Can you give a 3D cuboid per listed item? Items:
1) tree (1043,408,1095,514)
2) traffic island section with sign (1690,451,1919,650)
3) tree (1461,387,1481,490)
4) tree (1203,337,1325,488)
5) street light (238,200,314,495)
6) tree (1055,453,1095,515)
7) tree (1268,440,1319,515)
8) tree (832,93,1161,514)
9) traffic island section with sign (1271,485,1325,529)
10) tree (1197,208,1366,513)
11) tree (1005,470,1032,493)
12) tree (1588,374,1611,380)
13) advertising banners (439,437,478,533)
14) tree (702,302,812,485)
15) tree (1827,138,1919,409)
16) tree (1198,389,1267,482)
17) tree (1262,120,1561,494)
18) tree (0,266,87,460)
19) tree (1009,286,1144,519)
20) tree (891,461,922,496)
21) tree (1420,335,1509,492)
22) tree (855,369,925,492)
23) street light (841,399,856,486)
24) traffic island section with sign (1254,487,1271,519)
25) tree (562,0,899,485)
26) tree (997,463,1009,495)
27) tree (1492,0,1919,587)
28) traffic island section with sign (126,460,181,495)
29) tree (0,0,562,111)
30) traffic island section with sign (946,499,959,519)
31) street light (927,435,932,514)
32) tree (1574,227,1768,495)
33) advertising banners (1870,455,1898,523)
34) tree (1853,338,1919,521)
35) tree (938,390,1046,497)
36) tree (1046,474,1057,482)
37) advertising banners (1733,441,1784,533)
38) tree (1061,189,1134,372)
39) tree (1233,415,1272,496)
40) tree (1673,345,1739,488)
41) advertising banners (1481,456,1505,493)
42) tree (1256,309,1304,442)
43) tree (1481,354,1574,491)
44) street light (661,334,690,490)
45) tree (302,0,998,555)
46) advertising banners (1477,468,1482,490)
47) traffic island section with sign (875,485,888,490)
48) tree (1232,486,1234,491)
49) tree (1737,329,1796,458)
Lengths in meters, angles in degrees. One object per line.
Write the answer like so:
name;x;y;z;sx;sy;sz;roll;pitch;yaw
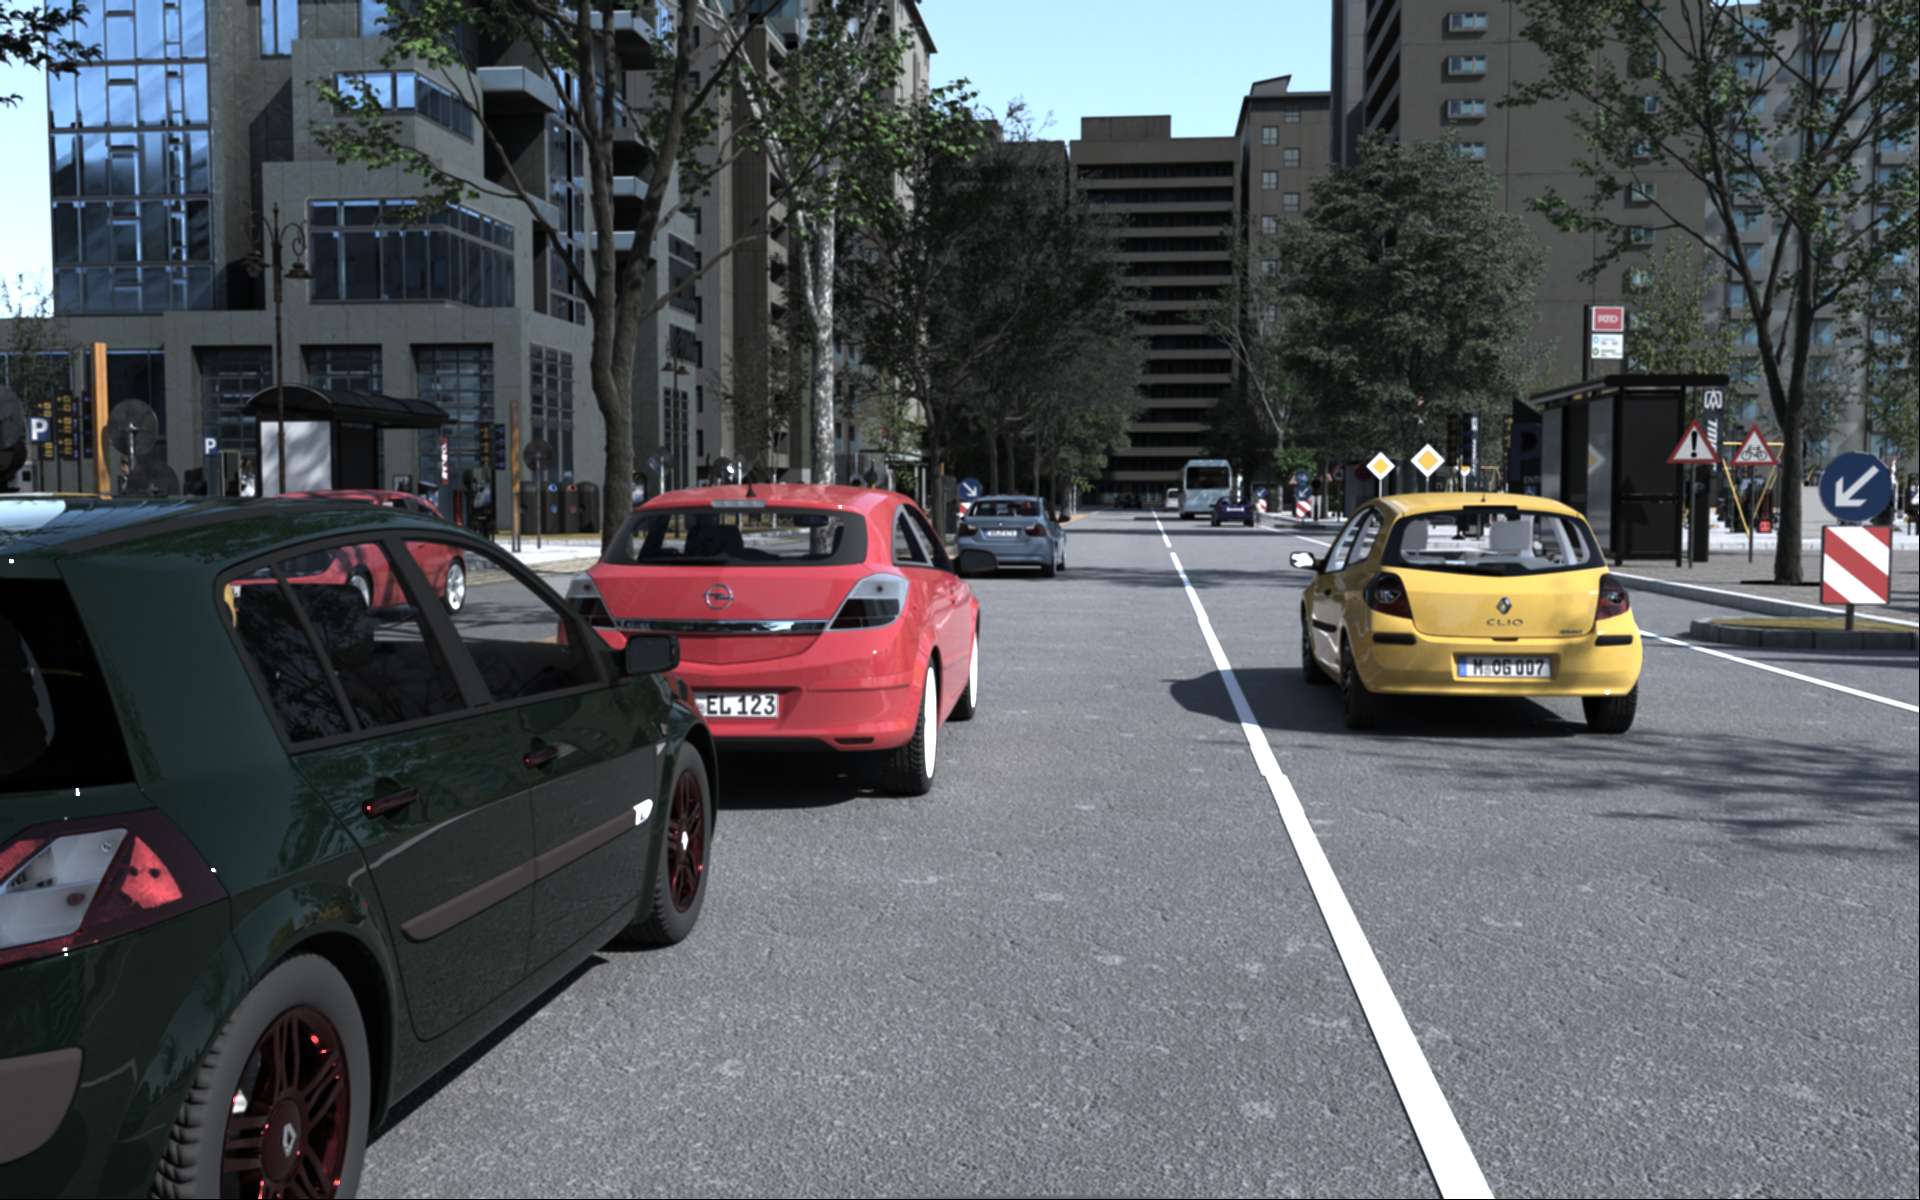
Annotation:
tree;7.185;-9.759;112.371;4.737;8.622;4.395;0;3;0
traffic island section with sign;8.322;-0.508;16.930;1.989;1.847;2.006;0;4;6
tree;32.421;-9.524;106.073;4.737;8.622;4.395;0;3;0
tree;23.992;-13.734;134.920;12.009;13.543;11.850;0;3;0
street light;-10.832;-3.352;27.593;0.468;5.910;1.993;0;4;6
tree;7.737;-10.053;117.183;4.360;8.622;3.978;0;3;0
tree;20.413;-7.473;105.896;4.285;4.588;4.351;0;3;0
tree;1.047;-8.583;53.163;12.009;13.543;11.850;0;3;0
traffic island section with sign;14.317;-3.943;73.089;1.989;1.847;2.006;0;4;6
tree;20.094;-15.945;116.583;12.611;20.169;13.585;0;3;0
tree;6.190;-12.418;186.753;4.285;4.588;4.351;0;3;0
tree;39.186;-9.484;105.434;4.360;8.622;3.978;0;3;0
advertising banners;-15.585;-3.522;53.768;0.090;3.025;2.074;1;4;15
tree;-7.143;-6.989;64.633;4.360;8.622;3.978;0;3;0
tree;19.722;-5.146;34.504;4.360;8.622;3.978;0;3;0
tree;29.324;-16.395;186.186;7.486;12.596;7.792;0;3;0
tree;15.210;-9.297;58.655;9.857;13.997;8.962;0;3;0
tree;-30.195;-6.425;55.405;4.360;8.622;3.978;0;3;0
tree;5.966;-11.557;98.077;9.857;13.997;8.962;0;3;0
tree;-3.290;-6.520;101.204;1.663;3.219;1.824;0;3;0
tree;21.994;-7.725;76.671;4.360;8.622;3.978;0;3;0
tree;-3.742;-8.952;96.720;4.737;8.622;4.395;0;3;0
street light;-5.123;-6.553;79.937;0.468;5.910;1.993;0;4;6
traffic island section with sign;17.218;-5.589;100.003;1.989;1.847;2.006;0;4;6
tree;-3.267;-10.343;27.459;12.611;20.169;13.585;0;3;0
tree;3.676;-13.325;168.223;4.737;8.622;4.395;0;3;0
tree;11.504;-6.012;24.054;9.928;11.665;9.643;0;3;0
traffic island section with sign;-9.263;-0.648;19.216;1.989;1.847;2.006;0;4;6
tree;-4.208;-4.253;6.408;8.767;10.594;7.601;0;4;6
traffic island section with sign;-0.475;-5.666;101.264;1.989;1.847;2.006;0;4;6
street light;-1.828;-8.397;110.080;0.468;5.910;1.993;0;4;6
tree;20.168;-6.002;48.494;4.737;8.622;4.395;0;3;0
advertising banners;41.228;-4.959;77.264;2.074;3.025;0.090;-2;4;-34
tree;44.788;-8.064;82.213;4.737;8.622;4.395;0;3;0
tree;2.070;-14.775;158.573;9.611;12.733;9.660;0;3;0
tree;6.661;-17.121;196.940;9.611;12.733;9.660;0;3;0
advertising banners;26.387;-3.708;56.808;2.074;3.025;0.090;0;4;3
tree;-0.387;-6.166;37.690;8.767;10.594;7.601;0;4;6
tree;27.204;-12.953;162.136;4.360;8.622;3.978;0;3;0
tree;36.530;-8.232;84.951;4.360;8.622;3.978;0;3;0
advertising banners;20.443;-4.283;66.215;0.090;3.025;2.074;0;4;-3
tree;18.555;-9.879;87.278;9.928;11.665;9.643;0;3;0
tree;30.562;-8.548;90.119;4.737;8.622;4.395;0;3;0
street light;-8.241;-4.740;50.283;0.468;5.910;1.993;0;4;6
tree;-3.028;-5.321;15.211;9.928;11.665;9.643;0;3;0
advertising banners;34.133;-7.326;115.965;2.074;3.025;0.090;3;4;37
traffic island section with sign;-3.371;-4.010;74.184;1.989;1.847;2.006;0;4;6
tree;30.598;-12.491;198.829;1.663;3.219;1.824;0;3;0
tree;36.927;-7.634;75.183;4.360;8.622;3.978;0;3;0
